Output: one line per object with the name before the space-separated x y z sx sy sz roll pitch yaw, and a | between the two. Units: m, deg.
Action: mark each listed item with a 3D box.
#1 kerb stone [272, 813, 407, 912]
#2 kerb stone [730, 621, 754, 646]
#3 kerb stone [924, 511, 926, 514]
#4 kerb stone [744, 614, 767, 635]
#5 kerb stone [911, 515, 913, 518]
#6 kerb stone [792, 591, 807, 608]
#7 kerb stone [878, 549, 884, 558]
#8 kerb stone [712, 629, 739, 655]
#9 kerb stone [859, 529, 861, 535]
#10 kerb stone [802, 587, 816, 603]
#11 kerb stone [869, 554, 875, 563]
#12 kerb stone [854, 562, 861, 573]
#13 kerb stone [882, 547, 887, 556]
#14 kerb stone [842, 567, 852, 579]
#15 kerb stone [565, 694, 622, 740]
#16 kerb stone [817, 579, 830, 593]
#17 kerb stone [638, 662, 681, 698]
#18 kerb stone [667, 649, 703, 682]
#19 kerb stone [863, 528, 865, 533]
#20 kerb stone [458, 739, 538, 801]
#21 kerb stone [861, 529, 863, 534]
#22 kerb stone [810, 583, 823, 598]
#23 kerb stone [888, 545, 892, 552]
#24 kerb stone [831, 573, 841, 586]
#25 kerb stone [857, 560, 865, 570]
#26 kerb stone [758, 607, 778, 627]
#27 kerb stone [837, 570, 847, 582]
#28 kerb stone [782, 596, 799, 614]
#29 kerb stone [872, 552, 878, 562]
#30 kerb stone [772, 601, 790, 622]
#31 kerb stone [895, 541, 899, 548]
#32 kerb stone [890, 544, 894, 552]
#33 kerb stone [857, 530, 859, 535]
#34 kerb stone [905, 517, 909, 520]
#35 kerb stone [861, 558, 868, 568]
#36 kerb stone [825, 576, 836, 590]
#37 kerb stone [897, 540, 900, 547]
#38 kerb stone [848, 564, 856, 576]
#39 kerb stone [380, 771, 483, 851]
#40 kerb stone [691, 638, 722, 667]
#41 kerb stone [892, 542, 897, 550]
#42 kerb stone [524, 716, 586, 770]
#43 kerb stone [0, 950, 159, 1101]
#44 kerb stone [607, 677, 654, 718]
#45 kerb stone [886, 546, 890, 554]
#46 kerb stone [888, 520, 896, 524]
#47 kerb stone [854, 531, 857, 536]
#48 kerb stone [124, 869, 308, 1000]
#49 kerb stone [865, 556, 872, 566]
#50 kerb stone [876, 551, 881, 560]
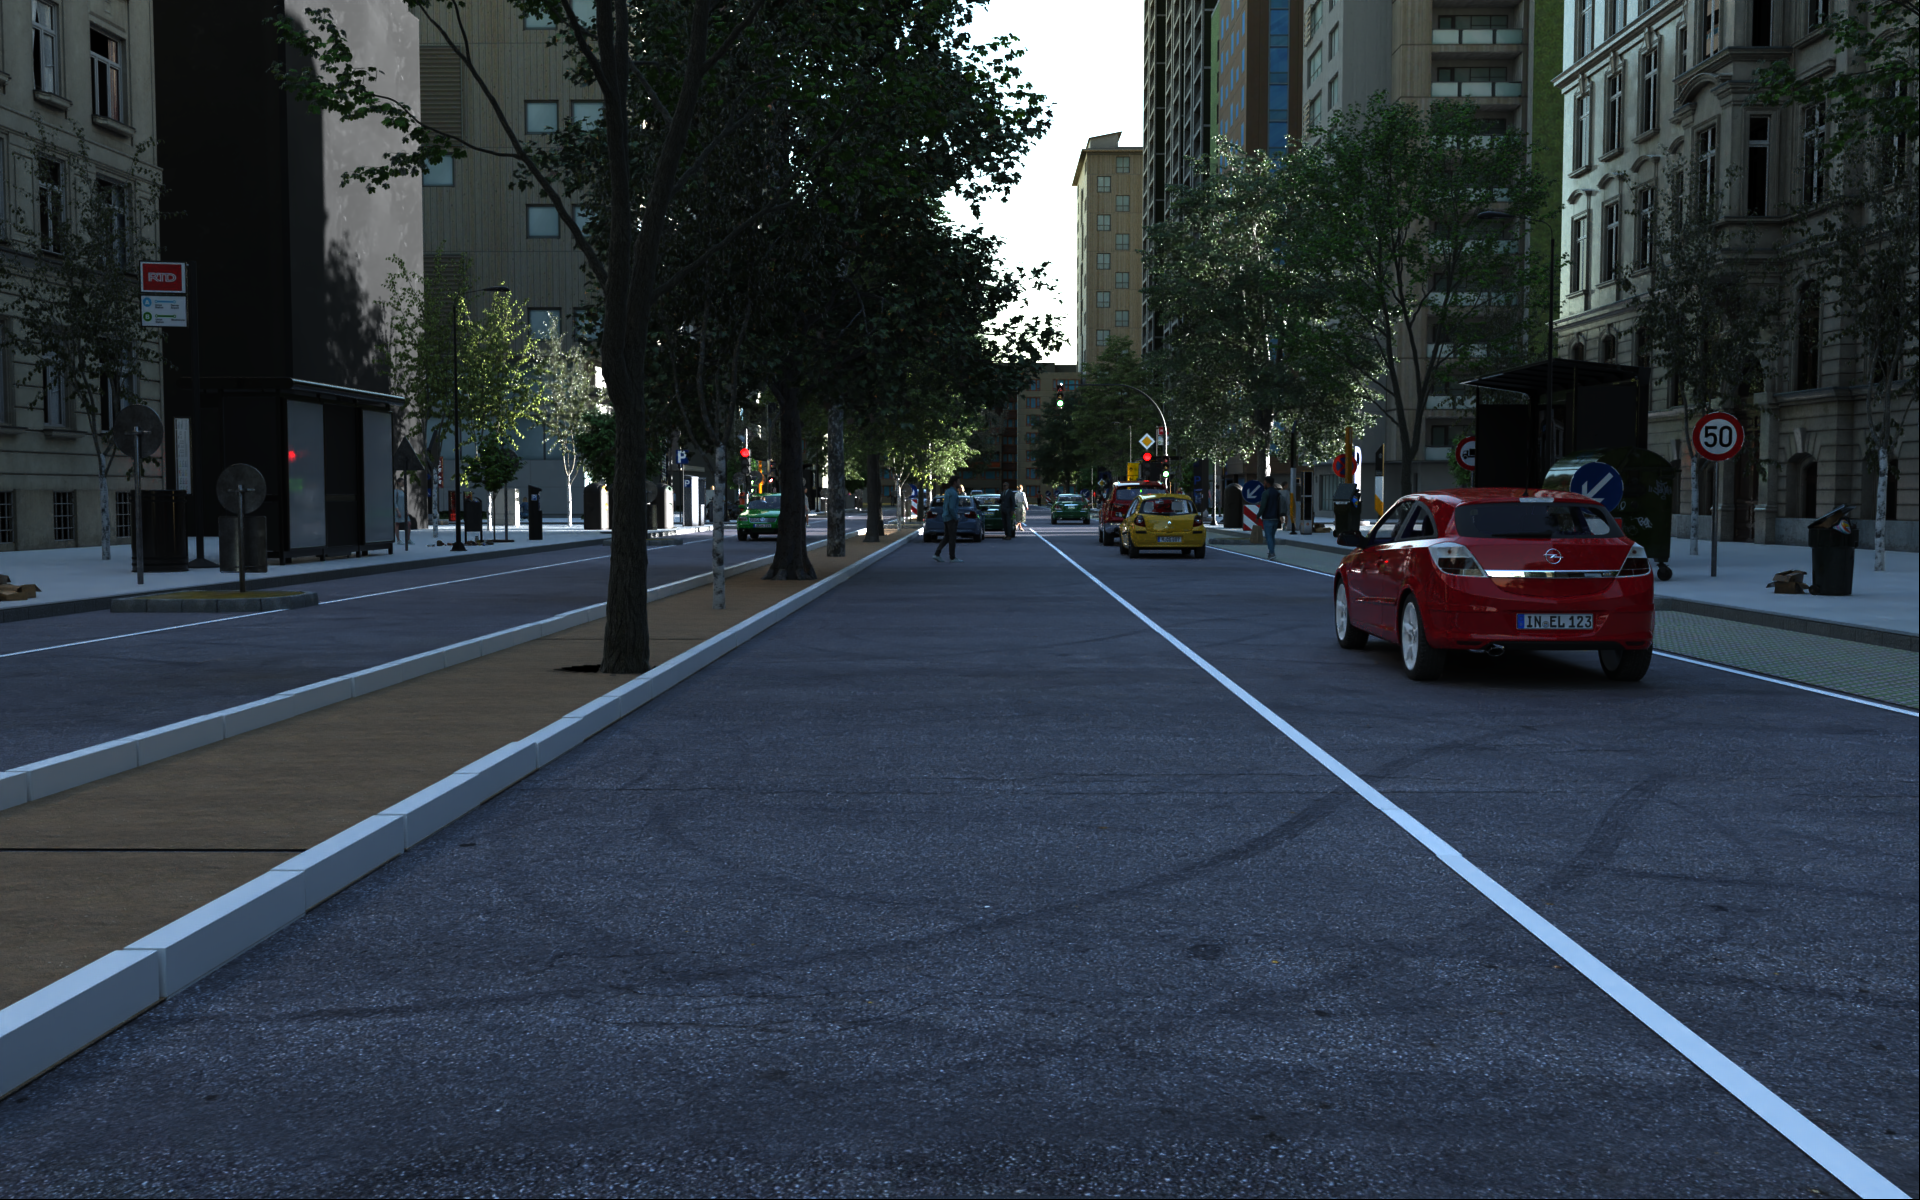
kerb stone | -2.288 0.965 6.417 0.120 0.150 1.000 0 4 1
kerb stone | -2.135 0.338 16.677 0.120 0.150 1.000 0 4 1
kerb stone | -2.484 -6.840 134.074 0.120 0.150 1.000 0 4 1
kerb stone | -2.124 0.275 17.700 0.120 0.150 1.000 0 4 1
kerb stone | -2.969 -4.835 101.280 0.120 0.150 1.000 0 4 1
kerb stone | -2.063 0.025 21.793 0.120 0.150 1.000 0 4 1
kerb stone | -1.814 -0.978 38.185 0.120 0.150 1.000 0 4 1
kerb stone | -2.157 0.401 15.656 0.120 0.150 1.000 0 4 1
kerb stone | -3.591 -2.300 59.792 0.120 0.150 1.000 0 4 1
kerb stone | -2.047 -0.037 22.824 0.120 0.150 1.000 0 4 1
kerb stone | -1.860 -0.790 35.112 0.120 0.150 1.000 0 4 1
kerb stone | -1.923 -0.539 31.013 0.120 0.150 1.000 0 4 1
kerb stone | -1.797 -1.041 39.221 0.120 0.150 1.000 0 4 1
kerb stone | -1.953 -0.414 28.966 0.120 0.150 1.000 0 4 1
kerb stone | -2.233 0.721 10.514 0.120 0.150 1.000 0 4 1
kerb stone | -2.016 -0.164 24.869 0.120 0.150 1.000 0 4 1
kerb stone | -2.195 0.589 12.570 0.120 0.150 1.000 0 4 1
kerb stone | -2.182 0.526 13.595 0.120 0.150 1.000 0 4 1
kerb stone | -3.561 -2.426 61.854 0.120 0.150 1.000 0 4 1
kerb stone | -2.264 0.840 8.469 0.120 0.150 1.000 0 4 1
kerb stone | -3.582 -2.356 60.827 0.120 0.150 1.000 0 4 1
kerb stone | -2.028 -0.101 23.845 0.120 0.150 1.000 0 4 1
kerb stone | -1.766 -1.166 41.265 0.120 0.150 1.000 0 4 1
kerb stone | -1.985 -0.288 26.915 0.120 0.150 1.000 0 4 1
kerb stone | -1.899 -0.602 32.038 0.120 0.150 1.000 0 4 1
kerb stone | -2.111 0.212 18.726 0.120 0.150 1.000 0 4 1
kerb stone | -1.967 -0.348 27.939 0.120 0.150 1.000 0 4 1
kerb stone | -2.081 0.087 20.771 0.120 0.150 1.000 0 4 1
kerb stone | -1.846 -0.853 36.141 0.120 0.150 1.000 0 4 1
kerb stone | -2.090 0.150 19.750 0.120 0.150 1.000 0 4 1
kerb stone | -1.722 -1.355 44.357 0.120 0.150 1.000 0 4 1
kerb stone | -1.752 -1.228 42.296 0.120 0.150 1.000 0 4 1
kerb stone | -3.609 -2.235 58.766 0.120 0.150 1.000 0 4 1
kerb stone | -3.055 -4.523 96.153 0.120 0.150 1.000 0 4 1
kerb stone | -1.897 -0.665 33.062 0.120 0.150 1.000 0 4 1
kerb stone | -2.000 -0.226 25.891 0.120 0.150 1.000 0 4 1
kerb stone | -1.713 -1.414 45.385 0.120 0.150 1.000 0 4 1
kerb stone | -1.937 -0.477 29.991 0.120 0.150 1.000 0 4 1
kerb stone | -2.270 0.902 7.447 0.120 0.150 1.000 0 4 1
kerb stone | -2.168 0.463 14.621 0.120 0.150 1.000 0 4 1
kerb stone | -1.731 -1.293 43.335 0.120 0.150 1.000 0 4 1
kerb stone | -2.239 0.787 9.491 0.120 0.150 1.000 0 4 1
kerb stone | -2.321 1.090 4.373 0.120 0.150 1.000 0 4 1
kerb stone | -2.214 0.656 11.542 0.120 0.150 1.000 0 4 1
kerb stone | -1.781 -1.103 40.243 0.120 0.150 1.000 0 4 1
kerb stone | -3.255 -3.708 82.847 0.120 0.150 1.000 0 4 1
kerb stone | -3.618 -2.173 57.744 0.120 0.150 1.000 0 4 1
kerb stone | -2.296 1.028 5.395 0.120 0.150 1.000 0 4 1
kerb stone | -1.877 -0.727 34.090 0.120 0.150 1.000 0 4 1
kerb stone | -1.833 -0.915 37.163 0.120 0.150 1.000 0 4 1
